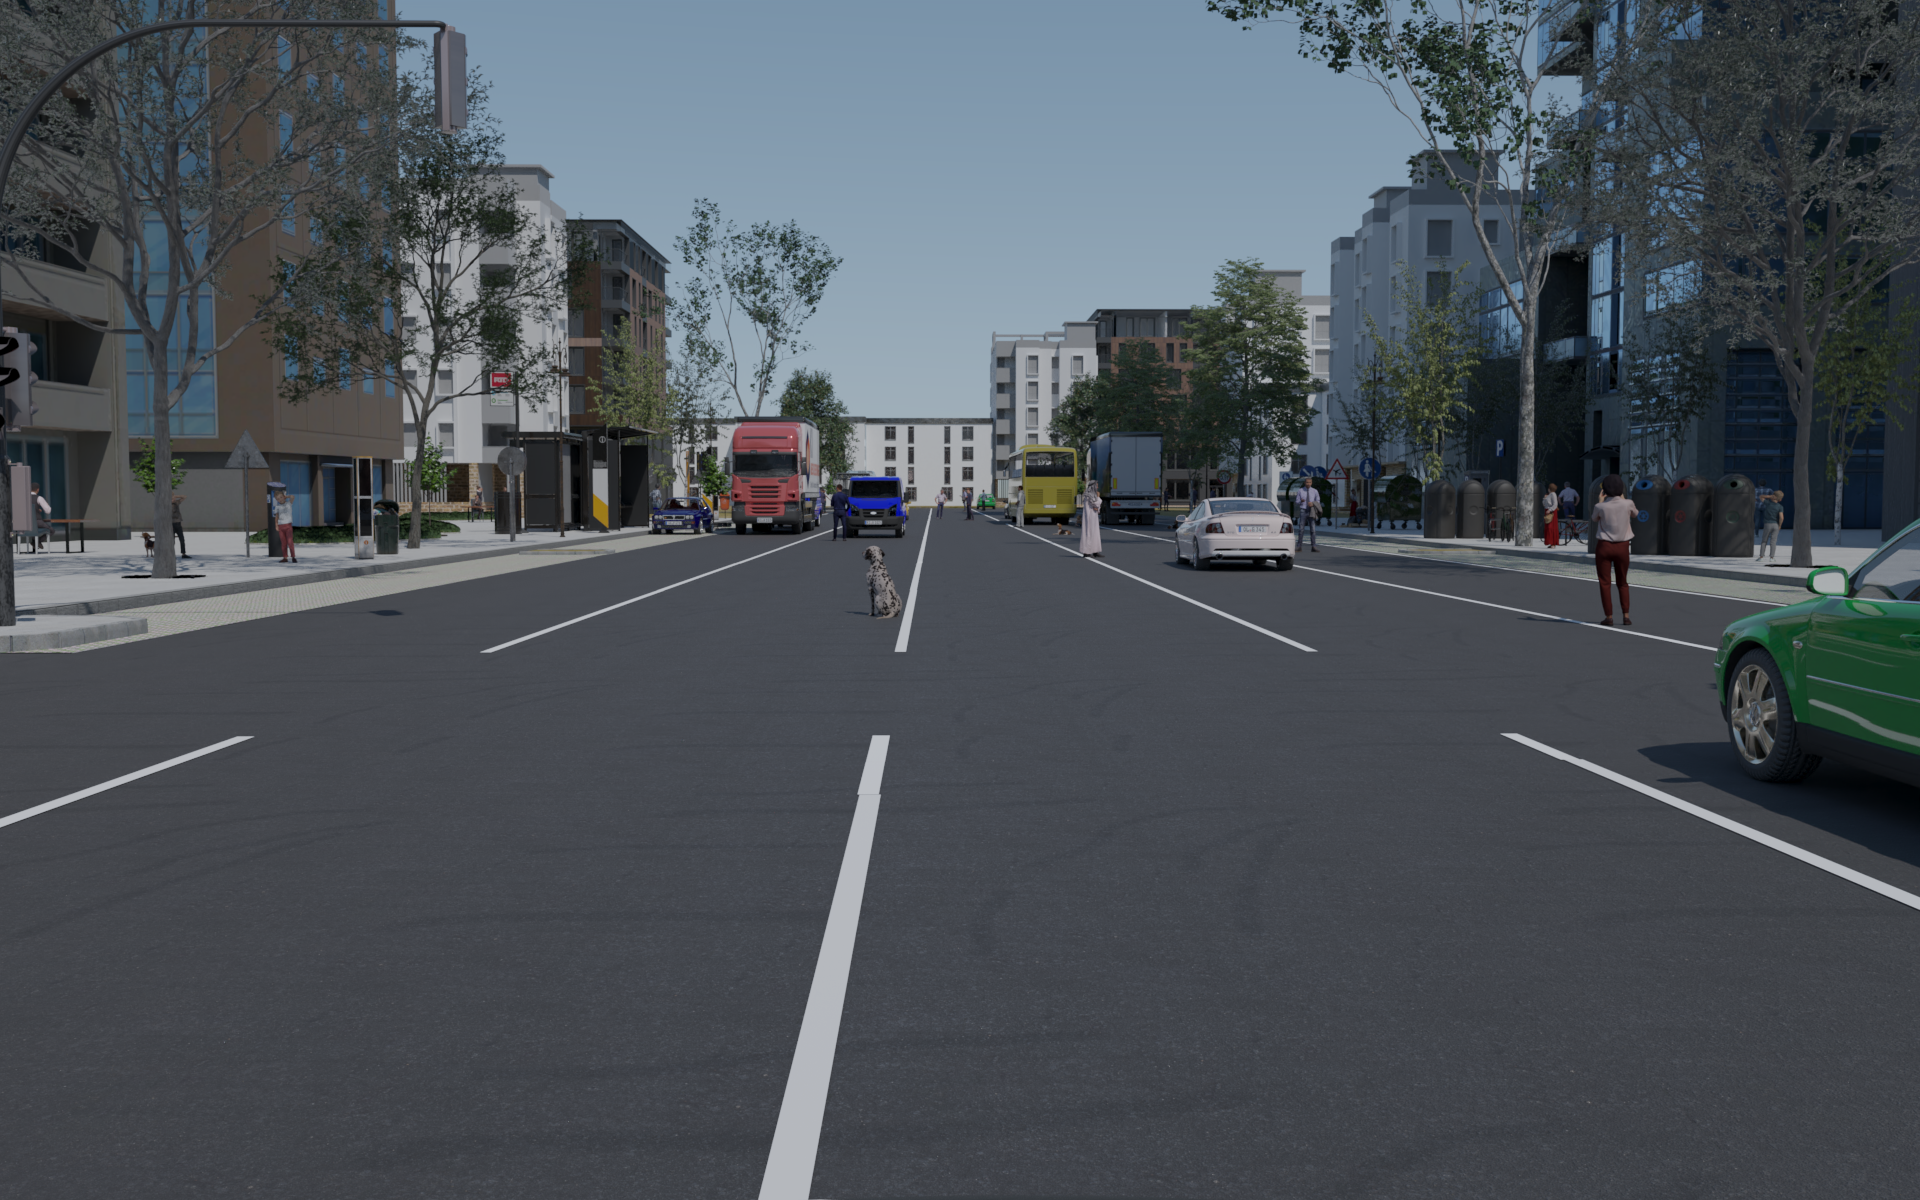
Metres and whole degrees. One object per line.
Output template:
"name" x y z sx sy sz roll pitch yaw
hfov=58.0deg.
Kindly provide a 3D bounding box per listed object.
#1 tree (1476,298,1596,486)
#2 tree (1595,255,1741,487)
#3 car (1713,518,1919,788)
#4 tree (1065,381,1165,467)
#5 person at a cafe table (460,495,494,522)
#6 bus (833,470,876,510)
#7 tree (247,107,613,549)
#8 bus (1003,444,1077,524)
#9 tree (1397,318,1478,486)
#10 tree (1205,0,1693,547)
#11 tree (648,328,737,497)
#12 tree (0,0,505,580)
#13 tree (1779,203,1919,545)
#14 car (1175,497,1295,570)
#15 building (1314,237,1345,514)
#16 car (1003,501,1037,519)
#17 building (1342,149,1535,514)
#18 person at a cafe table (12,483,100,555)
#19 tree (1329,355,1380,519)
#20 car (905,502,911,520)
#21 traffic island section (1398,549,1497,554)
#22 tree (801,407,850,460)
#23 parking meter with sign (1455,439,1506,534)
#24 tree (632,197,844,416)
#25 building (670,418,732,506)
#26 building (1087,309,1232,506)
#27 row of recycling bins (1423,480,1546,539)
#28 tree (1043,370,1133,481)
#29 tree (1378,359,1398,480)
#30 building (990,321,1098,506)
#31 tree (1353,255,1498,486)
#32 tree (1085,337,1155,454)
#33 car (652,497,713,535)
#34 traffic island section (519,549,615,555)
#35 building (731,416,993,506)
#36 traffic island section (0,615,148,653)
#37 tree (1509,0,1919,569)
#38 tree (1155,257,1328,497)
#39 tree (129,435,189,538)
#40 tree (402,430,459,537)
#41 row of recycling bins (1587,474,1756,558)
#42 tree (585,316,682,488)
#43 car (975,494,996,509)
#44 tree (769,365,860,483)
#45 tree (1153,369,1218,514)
"tree" 21.627 -6.974 64.392 4.360 8.622 3.978 0 3 0
"tree" 22.380 -6.357 54.301 4.360 8.622 3.978 0 3 0
"car" 4.835 0.094 7.257 1.959 1.807 4.718 0 3 0
"tree" 12.755 -12.326 135.940 8.767 10.594 7.601 -2 4 -30
"person at a cafe table" -21.912 -4.171 79.056 1.698 1.238 1.726 -2 4 -29
"bus" -7.757 -8.306 130.664 2.948 3.499 13.247 0 4 -1
"tree" -12.555 -6.471 40.221 7.601 10.594 8.767 2 4 29
"bus" 3.894 -5.701 84.761 2.896 3.916 12.252 0 4 -2
"tree" 20.714 -7.327 70.151 4.360 8.622 3.978 0 3 0
"tree" 12.609 -11.427 42.713 12.611 20.169 13.585 0 3 0
"tree" -12.273 -7.804 77.966 4.360 8.622 3.978 0 3 0
"tree" -12.113 -7.083 26.176 12.009 13.543 11.850 0 3 0
"tree" 22.318 -5.686 43.321 4.737 8.622 4.395 0 3 0
"car" 5.355 -1.325 34.032 2.083 1.381 4.827 0 3 0
"building" 32.439 -15.658 112.428 16.016 20.091 11.380 0 4 -1
"car" 3.502 -5.517 99.988 2.009 1.686 4.222 0 4 -2
"building" 31.873 -14.963 101.059 16.016 20.091 11.380 0 4 -1
"person at a cafe table" -19.716 -1.757 37.238 1.698 1.524 1.622 0 4 -4
"tree" 21.311 -8.518 89.623 4.360 8.622 3.978 0 3 0
"car" -3.675 -5.203 95.291 2.015 1.641 3.980 0 4 -1
"traffic island section" 11.664 -1.158 41.807 1.991 0.108 1.994 0 4 -1
"tree" -13.995 -14.195 166.503 7.601 10.594 8.767 0 4 2
"parking meter with sign" 16.464 -3.610 55.284 1.738 3.016 0.543 0 4 -8
"tree" -14.221 -15.643 111.651 12.611 20.169 13.585 0 3 0
"building" -38.598 -15.265 191.730 28.070 9.664 9.099 0 4 -1
"building" 31.221 -21.890 201.882 32.646 21.610 27.936 0 4 -1
"row of recycling bins" 15.180 -2.623 49.999 3.534 1.692 1.069 0 4 -6
"tree" 11.933 -14.854 159.874 9.611 12.733 9.660 0 3 0
"tree" 21.460 -7.895 79.448 4.360 8.622 3.978 0 3 0
"building" 9.290 -20.777 196.130 11.380 20.091 16.016 0 4 -1
"tree" 14.265 -6.260 52.707 4.737 8.622 4.395 0 3 0
"tree" 13.049 -12.663 125.166 7.486 12.596 7.792 0 3 0
"car" -9.895 -3.015 61.875 1.945 1.354 3.894 0 4 1
"traffic island section" -9.351 -1.142 41.532 1.991 0.108 1.994 0 4 -1
"building" -10.364 -15.251 191.495 28.070 9.664 9.099 0 4 -1
"traffic island section" -9.312 0.333 16.839 2.009 0.180 2.903 0 4 -1
"tree" 14.629 -7.314 29.957 12.009 13.543 11.850 0 3 0
"tree" 13.937 -10.106 83.357 7.486 12.596 7.792 0 3 0
"tree" -23.466 -3.434 50.754 1.663 3.219 1.824 0 3 0
"tree" -15.982 -3.544 52.550 1.663 3.219 1.824 0 3 0
"row of recycling bins" 14.848 -1.782 36.253 1.069 1.692 3.534 -3 5 -42
"tree" -13.189 -7.385 71.112 4.737 8.622 4.395 0 3 0
"car" 2.437 -9.419 162.794 1.959 1.807 4.718 0 4 0
"tree" -13.484 -14.484 153.820 9.611 12.733 9.660 0 3 0
"tree" 13.371 -9.211 100.956 4.360 8.622 3.978 0 3 0
